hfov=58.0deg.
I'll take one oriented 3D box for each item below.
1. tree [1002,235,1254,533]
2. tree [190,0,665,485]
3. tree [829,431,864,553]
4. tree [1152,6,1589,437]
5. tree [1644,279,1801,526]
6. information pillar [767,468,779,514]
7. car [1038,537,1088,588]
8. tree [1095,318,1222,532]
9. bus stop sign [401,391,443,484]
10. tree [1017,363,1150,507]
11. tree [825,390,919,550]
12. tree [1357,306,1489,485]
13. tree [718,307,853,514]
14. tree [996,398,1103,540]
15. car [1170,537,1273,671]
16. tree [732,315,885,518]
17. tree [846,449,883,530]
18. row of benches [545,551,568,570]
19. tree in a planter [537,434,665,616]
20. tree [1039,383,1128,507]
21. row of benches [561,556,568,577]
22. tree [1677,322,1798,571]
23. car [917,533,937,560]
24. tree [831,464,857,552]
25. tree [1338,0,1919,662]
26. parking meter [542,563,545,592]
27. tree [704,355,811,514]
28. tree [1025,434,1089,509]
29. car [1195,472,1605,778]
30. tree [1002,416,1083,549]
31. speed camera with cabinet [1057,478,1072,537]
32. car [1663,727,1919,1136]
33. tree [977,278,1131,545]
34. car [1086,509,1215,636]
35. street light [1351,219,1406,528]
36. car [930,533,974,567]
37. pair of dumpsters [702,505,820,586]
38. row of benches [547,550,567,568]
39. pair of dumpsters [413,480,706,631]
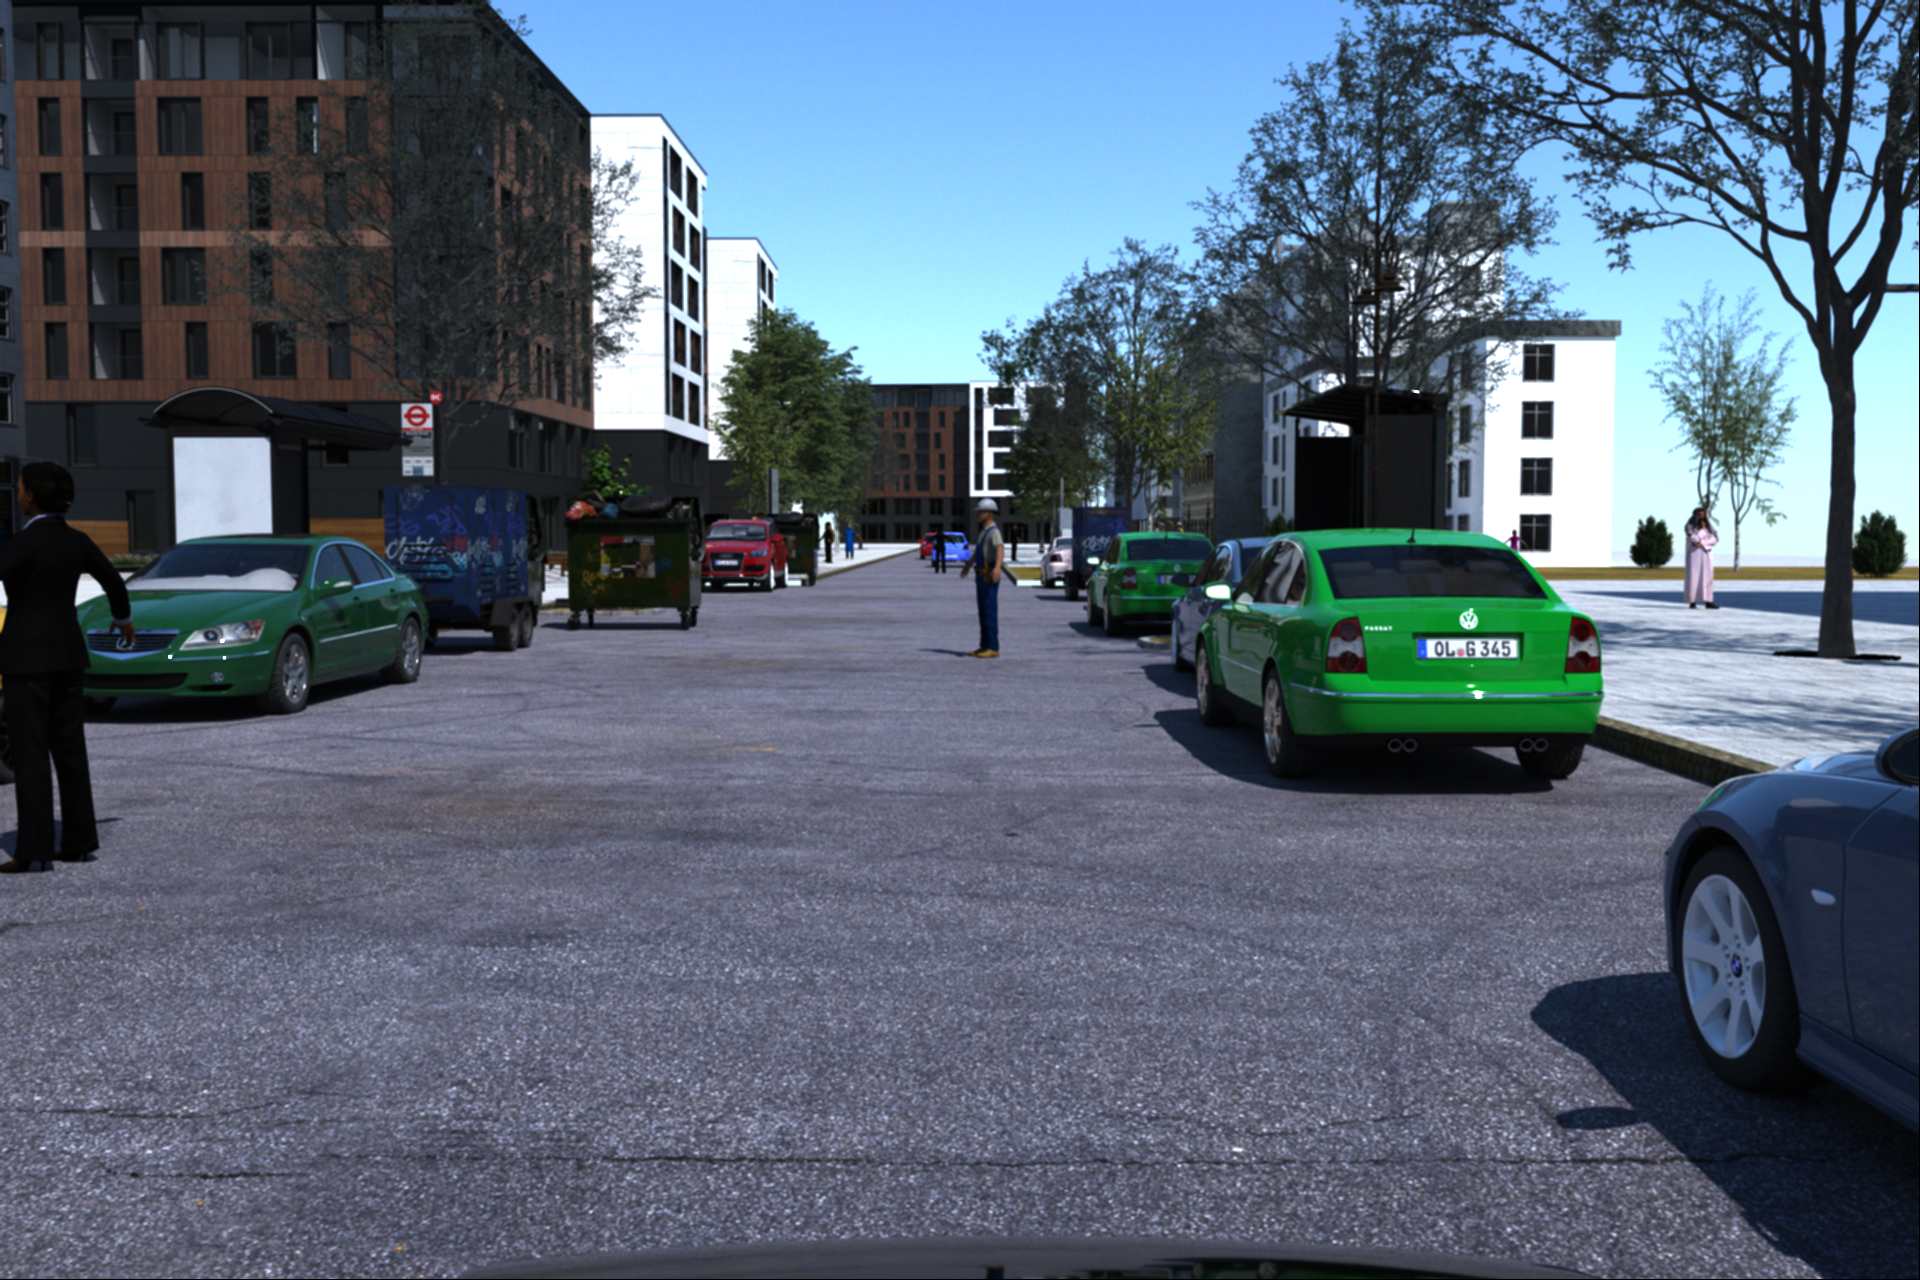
[{"bbox_3d":[6.980,-9.793,70.483,12.009,13.543,11.850,0,3,0],"label":"tree"},{"bbox_3d":[-11.668,-7.866,38.978,12.009,13.543,11.850,0,3,0],"label":"tree"},{"bbox_3d":[-8.203,-10.097,115.452,4.737,8.622,4.395,0,3,0],"label":"tree"},{"bbox_3d":[9.385,-7.948,40.322,12.009,13.543,11.850,0,3,0],"label":"tree"},{"bbox_3d":[21.807,-6.157,51.031,4.360,8.622,3.978,0,3,0],"label":"tree"},{"bbox_3d":[-6.738,-4.354,62.501,0.184,3.620,1.656,0,4,2],"label":"information pillar"},{"bbox_3d":[3.185,-2.138,47.325,2.083,1.381,4.827,0,4,0],"label":"car"},{"bbox_3d":[6.828,-6.698,59.868,4.737,8.622,4.395,0,3,0],"label":"tree"},{"bbox_3d":[-9.957,-2.667,32.305,0.855,3.939,0.416,0,4,0],"label":"bus stop sign"},{"bbox_3d":[6.624,-9.748,93.798,7.601,10.594,8.767,-1,4,-10],"label":"tree"},{"bbox_3d":[-8.295,-14.213,142.749,12.009,13.543,11.850,0,3,0],"label":"tree"},{"bbox_3d":[14.095,-6.409,55.143,4.360,8.622,3.978,0,3,0],"label":"tree"},{"bbox_3d":[-8.827,-10.330,87.024,7.486,12.596,7.792,0,3,0],"label":"tree"},{"bbox_3d":[5.976,-10.981,113.952,7.601,10.594,8.767,1,4,15],"label":"tree"},{"bbox_3d":[3.073,-0.281,16.596,2.014,1.417,4.499,0,4,1],"label":"car"},{"bbox_3d":[-8.855,-11.851,100.418,9.857,13.997,8.962,0,3,0],"label":"tree"},{"bbox_3d":[-8.549,-11.093,131.728,4.360,8.622,3.978,0,3,0],"label":"tree"},{"bbox_3d":[-14.384,-2.841,61.919,4.104,0.672,1.422,1,4,12],"label":"row of benches"},{"bbox_3d":[-6.405,-2.076,31.168,1.991,3.239,1.994,0,4,1],"label":"tree in a planter"},{"bbox_3d":[6.363,-7.953,80.399,4.360,8.622,3.978,0,3,0],"label":"tree"},{"bbox_3d":[-11.146,-2.340,53.730,1.422,0.672,4.104,1,4,17],"label":"row of benches"},{"bbox_3d":[26.992,-6.694,59.810,4.360,8.622,3.978,0,3,0],"label":"tree"},{"bbox_3d":[-1.352,-5.491,98.826,2.155,1.783,4.494,0,3,0],"label":"car"},{"bbox_3d":[-8.706,-10.629,124.152,4.360,8.622,3.978,0,3,0],"label":"tree"},{"bbox_3d":[8.994,-6.546,17.393,12.009,13.543,11.850,0,3,0],"label":"tree"},{"bbox_3d":[-9.413,-1.838,38.460,0.372,1.533,0.369,0,3,0],"label":"parking meter"},{"bbox_3d":[-8.497,-7.457,72.281,4.737,8.622,4.395,0,3,0],"label":"tree"},{"bbox_3d":[6.336,-9.471,105.215,4.737,8.622,4.395,0,3,0],"label":"tree"},{"bbox_3d":[2.697,-0.168,11.544,1.959,1.807,4.718,0,4,-1],"label":"car"},{"bbox_3d":[7.163,-13.962,146.402,7.486,12.596,7.792,0,3,0],"label":"tree"},{"bbox_3d":[3.776,-4.050,60.549,0.660,3.252,2.038,0,4,1],"label":"speed camera with cabinet"},{"bbox_3d":[2.864,0.549,3.021,2.014,1.417,4.499,0,4,-1],"label":"car"},{"bbox_3d":[7.210,-16.766,130.018,12.611,20.169,13.585,0,3,0],"label":"tree"},{"bbox_3d":[2.906,-1.033,25.692,1.959,1.807,4.718,0,4,-1],"label":"car"},{"bbox_3d":[6.214,-3.247,25.880,0.468,5.910,1.993,0,4,0],"label":"street light"},{"bbox_3d":[-0.378,-4.054,75.874,1.945,1.707,3.694,0,4,1],"label":"car"},{"bbox_3d":[-6.111,-2.625,47.871,4.436,2.255,1.574,0,4,0],"label":"pair of dumpsters"},{"bbox_3d":[-14.529,-3.056,65.423,4.104,0.672,1.422,2,4,28],"label":"row of benches"},{"bbox_3d":[-6.123,-1.296,26.146,4.436,2.255,1.574,0,4,0],"label":"pair of dumpsters"}]
